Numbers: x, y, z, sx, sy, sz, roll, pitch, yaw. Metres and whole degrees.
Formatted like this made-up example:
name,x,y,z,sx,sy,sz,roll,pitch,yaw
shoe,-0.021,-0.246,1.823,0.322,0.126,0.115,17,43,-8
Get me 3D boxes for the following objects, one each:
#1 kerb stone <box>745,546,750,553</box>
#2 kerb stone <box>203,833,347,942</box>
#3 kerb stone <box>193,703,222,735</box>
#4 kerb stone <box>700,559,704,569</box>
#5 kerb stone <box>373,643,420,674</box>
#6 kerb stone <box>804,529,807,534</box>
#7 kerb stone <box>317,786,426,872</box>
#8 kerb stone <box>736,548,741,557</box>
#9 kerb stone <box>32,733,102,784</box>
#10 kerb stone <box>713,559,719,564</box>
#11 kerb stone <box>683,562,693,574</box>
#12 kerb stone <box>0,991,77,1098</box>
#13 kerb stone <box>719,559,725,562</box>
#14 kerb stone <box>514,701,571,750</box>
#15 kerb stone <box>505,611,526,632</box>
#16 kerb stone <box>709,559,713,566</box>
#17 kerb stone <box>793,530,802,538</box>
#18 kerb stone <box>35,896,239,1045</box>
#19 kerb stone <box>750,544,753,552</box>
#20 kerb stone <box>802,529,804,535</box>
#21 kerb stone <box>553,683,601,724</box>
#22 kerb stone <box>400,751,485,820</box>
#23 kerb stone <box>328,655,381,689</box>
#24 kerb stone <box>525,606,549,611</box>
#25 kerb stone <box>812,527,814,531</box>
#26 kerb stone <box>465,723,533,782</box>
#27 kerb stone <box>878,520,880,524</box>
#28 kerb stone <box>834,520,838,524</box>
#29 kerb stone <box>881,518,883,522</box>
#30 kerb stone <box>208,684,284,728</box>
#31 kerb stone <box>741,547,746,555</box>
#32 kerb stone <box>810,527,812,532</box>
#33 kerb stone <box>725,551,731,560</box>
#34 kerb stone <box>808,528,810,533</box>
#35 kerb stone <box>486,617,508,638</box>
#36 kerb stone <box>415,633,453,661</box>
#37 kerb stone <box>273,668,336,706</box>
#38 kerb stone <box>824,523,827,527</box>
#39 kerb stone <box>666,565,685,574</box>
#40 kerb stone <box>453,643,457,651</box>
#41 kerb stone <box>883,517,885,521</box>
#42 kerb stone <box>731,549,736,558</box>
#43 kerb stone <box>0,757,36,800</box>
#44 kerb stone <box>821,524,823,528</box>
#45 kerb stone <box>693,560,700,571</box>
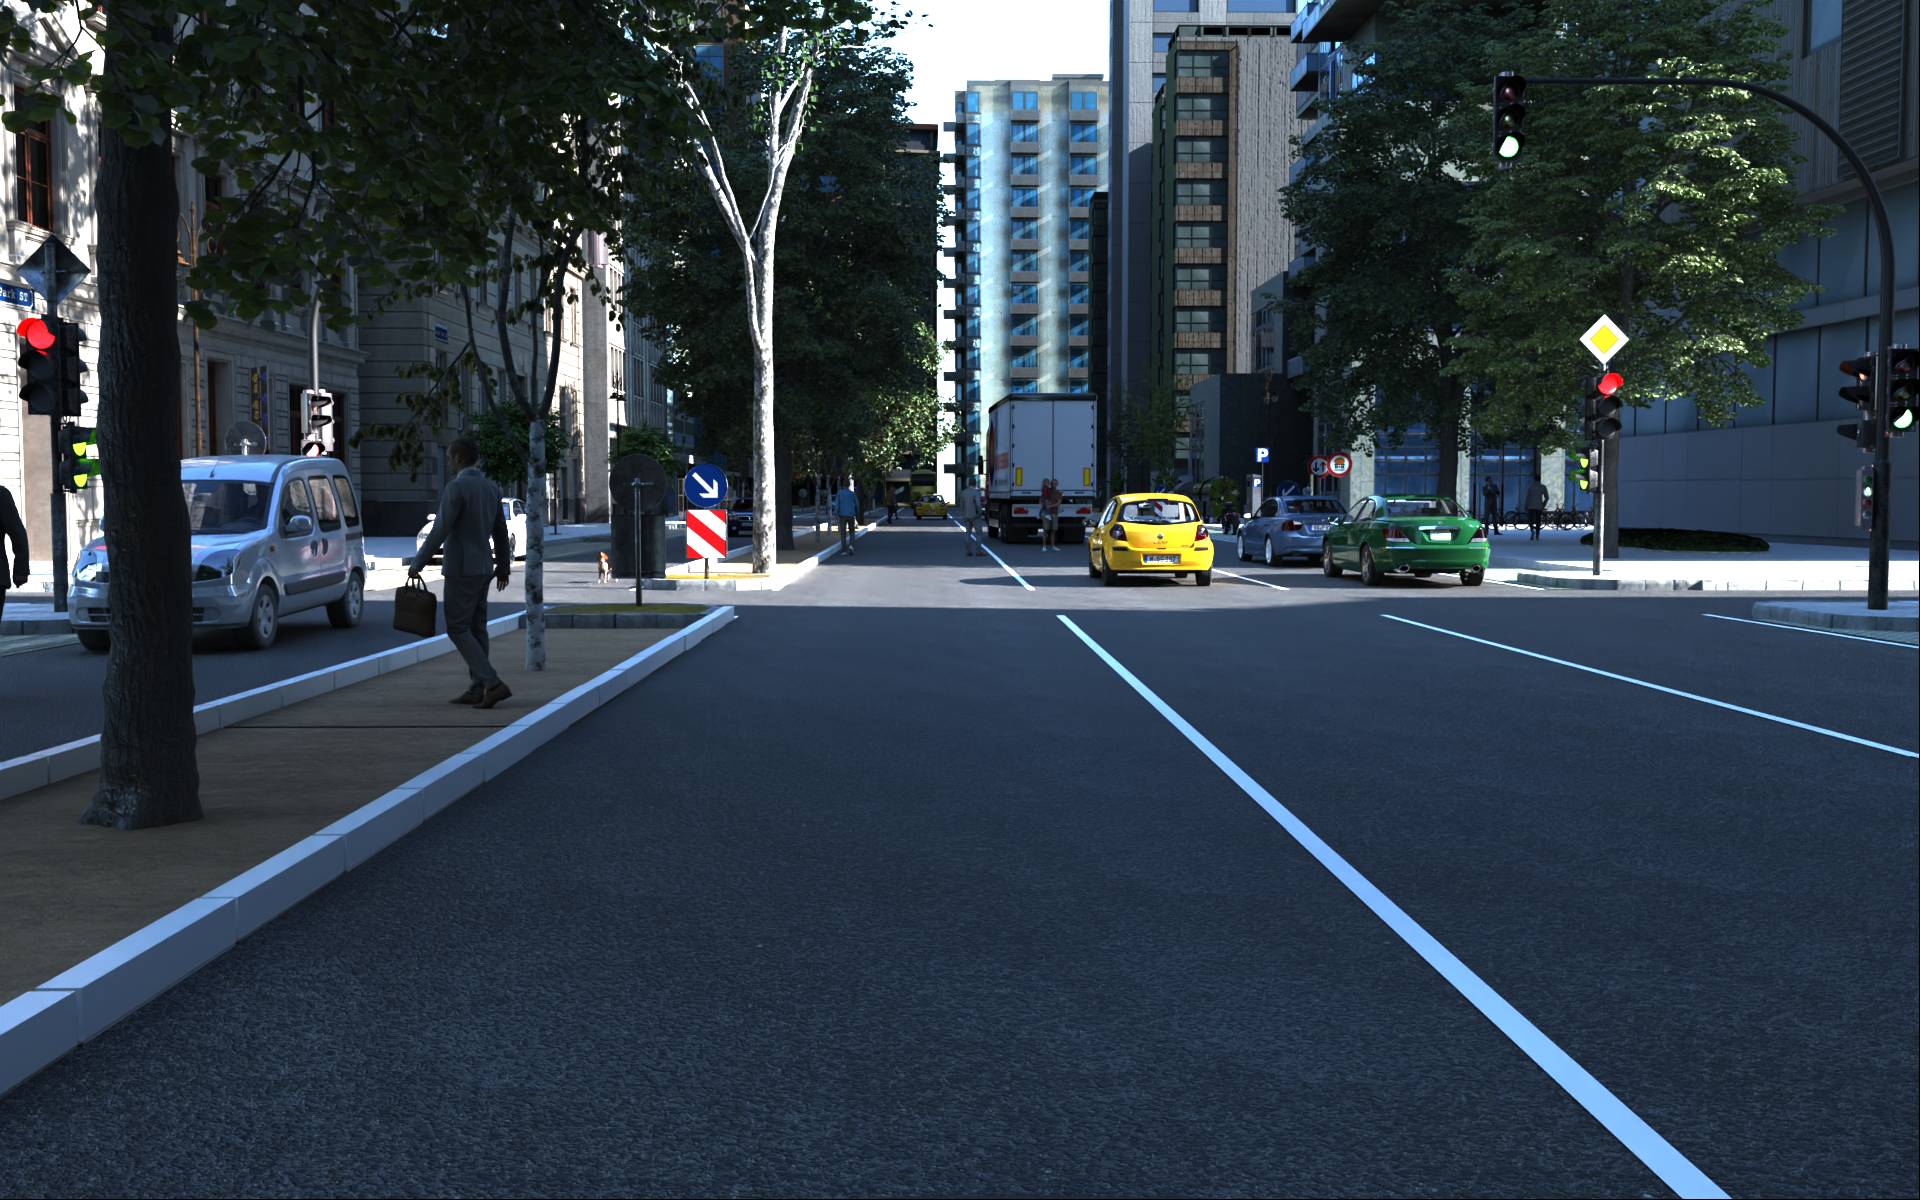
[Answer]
name,x,y,z,sx,sy,sz,roll,pitch,yaw
kerb stone,-5.185,-1.169,41.351,0.120,0.150,1.000,0,4,-1
kerb stone,-2.374,0.993,6.029,0.120,0.150,1.000,0,4,-1
kerb stone,-4.556,0.744,10.028,0.120,0.150,1.000,0,4,-1
kerb stone,-5.019,-0.670,33.146,0.120,0.150,1.000,0,4,-1
kerb stone,-4.634,0.493,14.130,0.120,0.150,1.000,0,4,-1
kerb stone,-5.571,-2.363,60.825,0.120,0.150,1.000,0,4,-1
kerb stone,-2.391,0.929,7.051,0.120,0.150,1.000,0,4,-1
kerb stone,-5.136,-1.046,39.299,0.120,0.150,1.000,0,4,-1
kerb stone,-4.537,0.808,9.000,0.120,0.150,1.000,0,4,-1
kerb stone,-5.063,-0.794,35.192,0.120,0.150,1.000,0,4,-1
kerb stone,-4.970,-0.544,31.090,0.120,0.150,1.000,0,4,-1
kerb stone,-2.332,1.115,3.972,0.120,0.150,1.000,0,4,-1
kerb stone,-5.085,-0.857,36.214,0.120,0.150,1.000,0,4,-1
kerb stone,-2.452,0.740,10.116,0.120,0.150,1.000,0,4,-1
kerb stone,-4.721,0.247,18.235,0.120,0.150,1.000,0,4,-1
kerb stone,-5.037,-0.730,34.169,0.120,0.150,1.000,0,4,-1
kerb stone,-5.531,-2.237,58.773,0.120,0.150,1.000,0,4,-1
kerb stone,-2.350,1.052,5.000,0.120,0.150,1.000,0,4,-1
kerb stone,-5.196,-1.235,42.381,0.120,0.150,1.000,0,4,-1
kerb stone,-5.552,-2.300,59.798,0.120,0.150,1.000,0,4,-1
kerb stone,-2.477,0.676,11.137,0.120,0.150,1.000,0,4,-1
kerb stone,-2.413,0.865,8.072,0.120,0.150,1.000,0,4,-1
kerb stone,-4.618,0.556,13.099,0.120,0.150,1.000,0,4,-1
kerb stone,-4.737,0.179,19.265,0.120,0.150,1.000,0,4,-1
kerb stone,-5.652,-2.611,64.918,0.120,0.150,1.000,0,4,-1
kerb stone,-2.428,0.803,9.094,0.120,0.150,1.000,0,4,-1
kerb stone,-3.823,-3.431,78.286,0.120,0.150,1.000,0,4,-1
kerb stone,-6.046,-3.805,84.406,0.120,0.150,1.000,0,4,-1
kerb stone,-3.947,-3.807,84.446,0.120,0.150,1.000,0,4,-1
kerb stone,-4.576,0.682,11.050,0.120,0.150,1.000,0,4,-1
kerb stone,-5.156,-1.108,40.324,0.120,0.150,1.000,0,4,-1
kerb stone,-5.630,-2.550,63.896,0.120,0.150,1.000,0,4,-1
kerb stone,-5.099,-0.921,37.247,0.120,0.150,1.000,0,4,-1
kerb stone,-5.620,-2.485,62.869,0.120,0.150,1.000,0,4,-1
kerb stone,-4.699,0.310,17.213,0.120,0.150,1.000,0,4,-1
kerb stone,-4.654,0.431,15.154,0.120,0.150,1.000,0,4,-1
kerb stone,-4.598,0.619,12.077,0.120,0.150,1.000,0,4,-1
kerb stone,-5.841,-3.178,74.154,0.120,0.150,1.000,0,4,-1
kerb stone,-4.957,-0.482,30.068,0.120,0.150,1.000,0,4,-1
kerb stone,-4.679,0.370,16.192,0.120,0.150,1.000,0,4,-1
kerb stone,-3.999,-3.995,87.517,0.120,0.150,1.000,0,4,-1
kerb stone,-5.123,-0.984,38.277,0.120,0.150,1.000,0,4,-1
kerb stone,-4.517,0.870,7.979,0.120,0.150,1.000,0,4,-1
kerb stone,-5.751,-2.927,70.047,0.120,0.150,1.000,0,4,-1
kerb stone,-4.994,-0.607,32.121,0.120,0.150,1.000,0,4,-1
